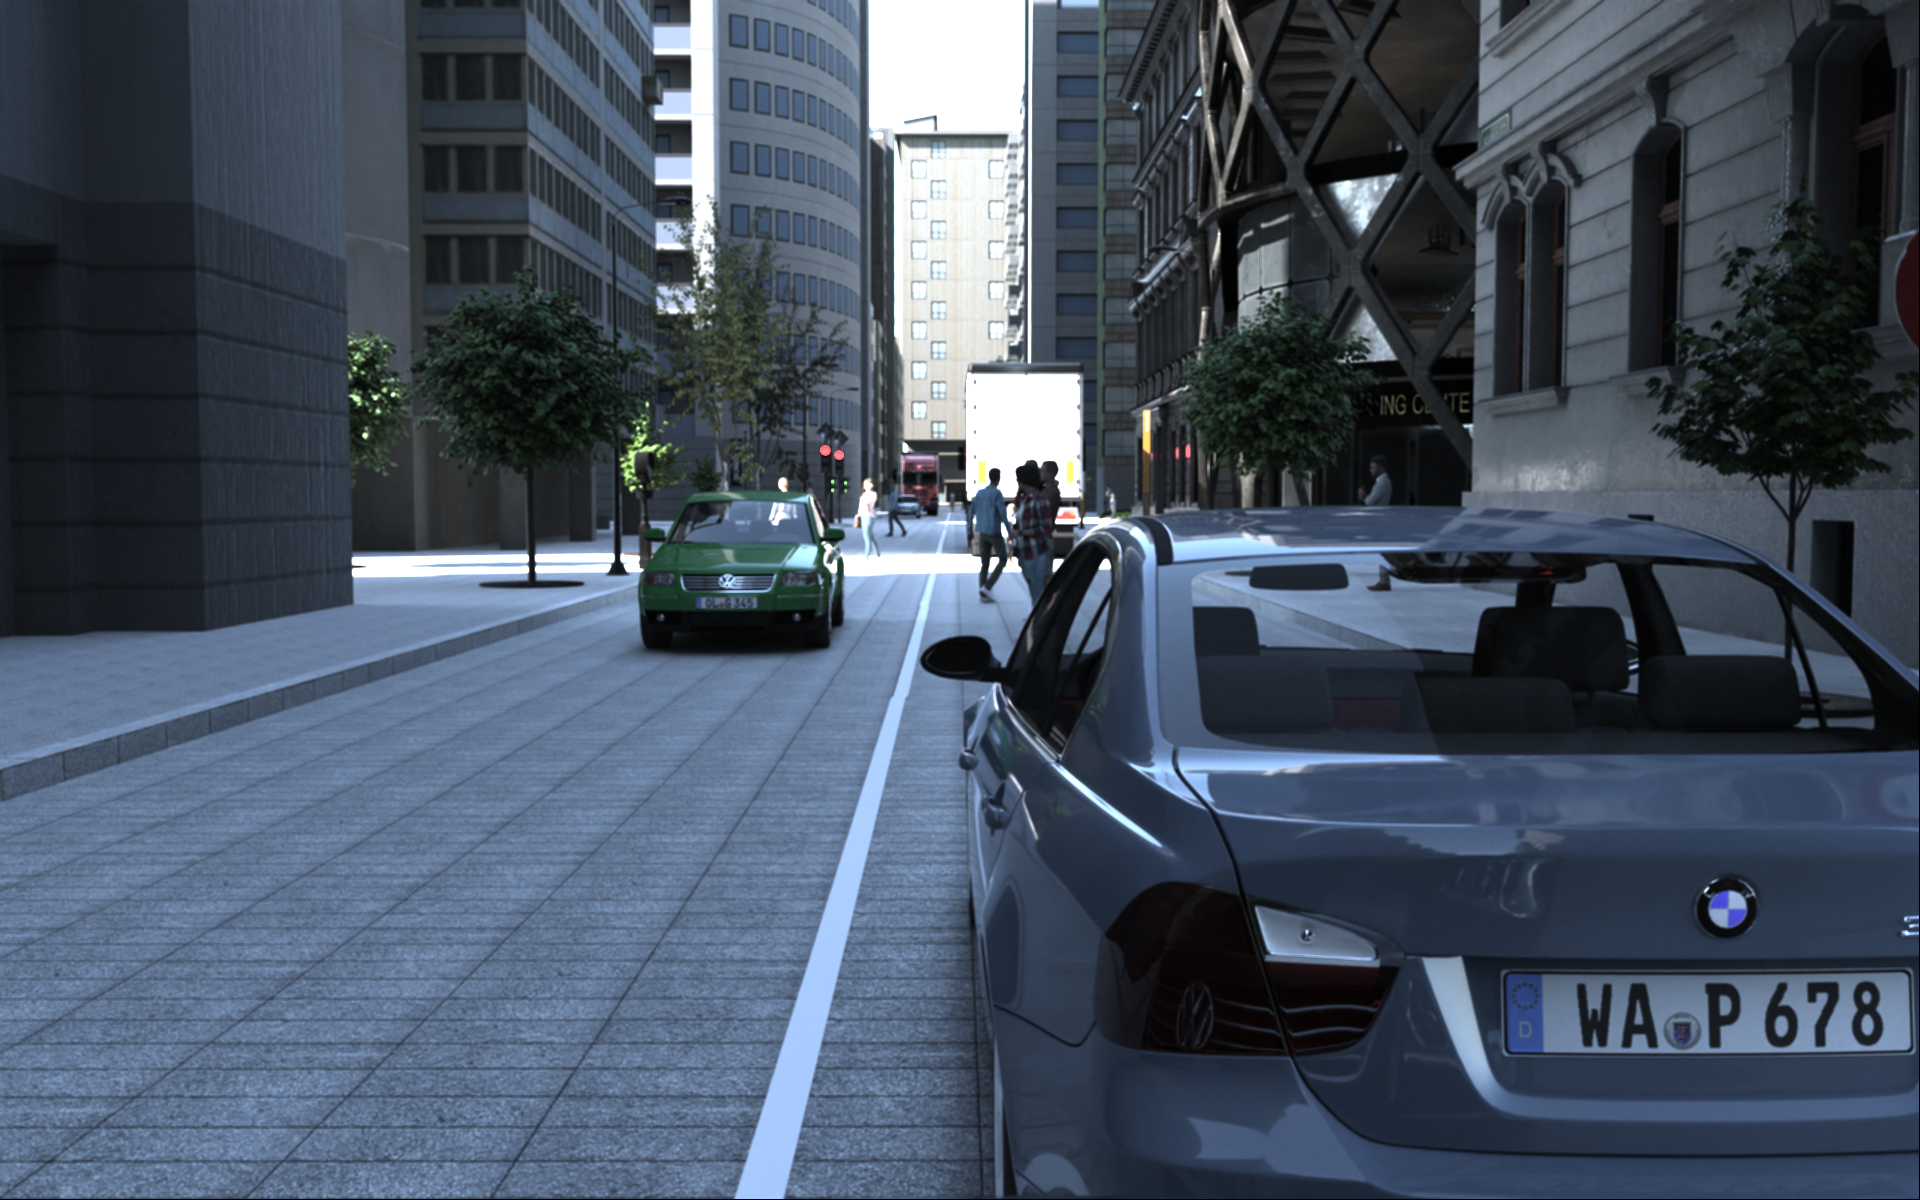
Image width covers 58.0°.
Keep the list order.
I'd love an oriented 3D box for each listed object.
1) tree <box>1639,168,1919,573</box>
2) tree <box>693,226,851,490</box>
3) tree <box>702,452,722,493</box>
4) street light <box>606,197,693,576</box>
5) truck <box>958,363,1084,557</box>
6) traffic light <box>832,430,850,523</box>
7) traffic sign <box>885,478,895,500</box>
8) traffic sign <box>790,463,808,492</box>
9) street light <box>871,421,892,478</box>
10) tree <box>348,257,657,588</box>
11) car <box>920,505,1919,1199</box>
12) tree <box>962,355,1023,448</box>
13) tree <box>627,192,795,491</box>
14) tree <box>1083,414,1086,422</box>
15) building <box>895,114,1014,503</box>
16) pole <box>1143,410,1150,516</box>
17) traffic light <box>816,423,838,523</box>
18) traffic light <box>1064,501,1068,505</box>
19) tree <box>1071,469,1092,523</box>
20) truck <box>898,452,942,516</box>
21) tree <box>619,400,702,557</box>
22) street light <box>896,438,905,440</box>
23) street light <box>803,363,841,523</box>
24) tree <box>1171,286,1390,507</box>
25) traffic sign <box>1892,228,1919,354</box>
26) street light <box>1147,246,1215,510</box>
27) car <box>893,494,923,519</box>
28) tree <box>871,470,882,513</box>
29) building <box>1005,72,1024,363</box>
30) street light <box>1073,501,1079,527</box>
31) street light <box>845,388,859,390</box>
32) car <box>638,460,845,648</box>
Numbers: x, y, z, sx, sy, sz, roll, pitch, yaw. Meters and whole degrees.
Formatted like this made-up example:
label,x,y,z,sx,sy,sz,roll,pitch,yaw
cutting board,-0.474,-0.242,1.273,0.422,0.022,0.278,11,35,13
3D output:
label,x,y,z,sx,sy,sz,roll,pitch,yaw
tree,5.102,-0.963,10.352,1.663,3.219,1.824,0,3,0
tree,-5.445,-5.977,48.080,4.360,8.622,3.978,0,3,0
tree,-11.576,-5.214,79.853,1.663,3.219,1.824,0,3,0
street light,-4.879,-3.346,27.240,1.470,5.913,1.316,0,4,0
truck,1.383,-3.285,42.621,2.839,4.237,11.283,0,4,0
traffic light,-5.251,-5.316,75.834,0.839,4.253,0.868,0,4,0
traffic sign,-5.548,-8.380,137.111,0.768,2.556,0.104,0,4,5
traffic sign,-5.300,-3.363,57.114,0.606,2.300,0.079,1,4,9
street light,-5.252,-8.417,110.155,1.470,5.913,1.316,0,4,0
tree,-6.087,-2.479,24.251,4.285,4.588,4.351,0,3,0
car,0.904,0.472,4.285,2.014,1.417,4.499,0,4,-1
tree,4.802,-15.338,157.432,9.857,13.997,8.962,0,3,0
tree,-5.839,-5.595,41.848,4.737,8.622,4.395,0,3,0
tree,5.031,-9.333,102.950,4.737,8.622,4.395,0,3,0
building,4.889,-40.326,248.571,27.495,52.752,28.713,0,4,0
pole,4.544,-2.958,42.208,0.158,3.312,0.155,0,3,0
traffic light,-5.227,-4.827,67.849,0.839,4.253,0.868,0,4,0
traffic light,4.134,-4.830,67.892,0.839,4.253,0.868,0,4,0
tree,4.897,-5.083,77.715,1.663,3.219,1.824,0,3,0
truck,-2.713,-7.815,116.683,2.839,4.237,11.283,0,4,-2
tree,-6.496,-2.519,35.787,1.663,3.219,1.824,0,3,0
street light,-5.317,-10.523,144.585,1.470,5.913,1.316,0,4,0
street light,-4.995,-5.451,61.670,1.470,5.913,1.316,0,4,0
tree,5.027,-2.675,27.445,4.285,4.588,4.351,0,3,0
traffic sign,4.435,-0.456,7.568,0.768,2.556,0.104,0,4,7
street light,4.193,-3.670,32.548,1.470,5.913,1.316,0,4,0
car,-3.215,-5.552,102.782,2.014,1.417,4.499,0,4,-2
tree,-6.077,-7.475,116.813,1.663,3.219,1.824,0,3,0
building,16.728,-36.093,209.726,23.786,49.044,30.456,0,4,0
street light,3.964,-5.831,67.879,1.470,5.913,1.316,0,4,0
street light,-5.096,-6.311,75.725,1.470,5.913,1.316,0,4,0
car,-2.120,-0.536,17.553,1.959,1.807,4.718,0,4,-2
